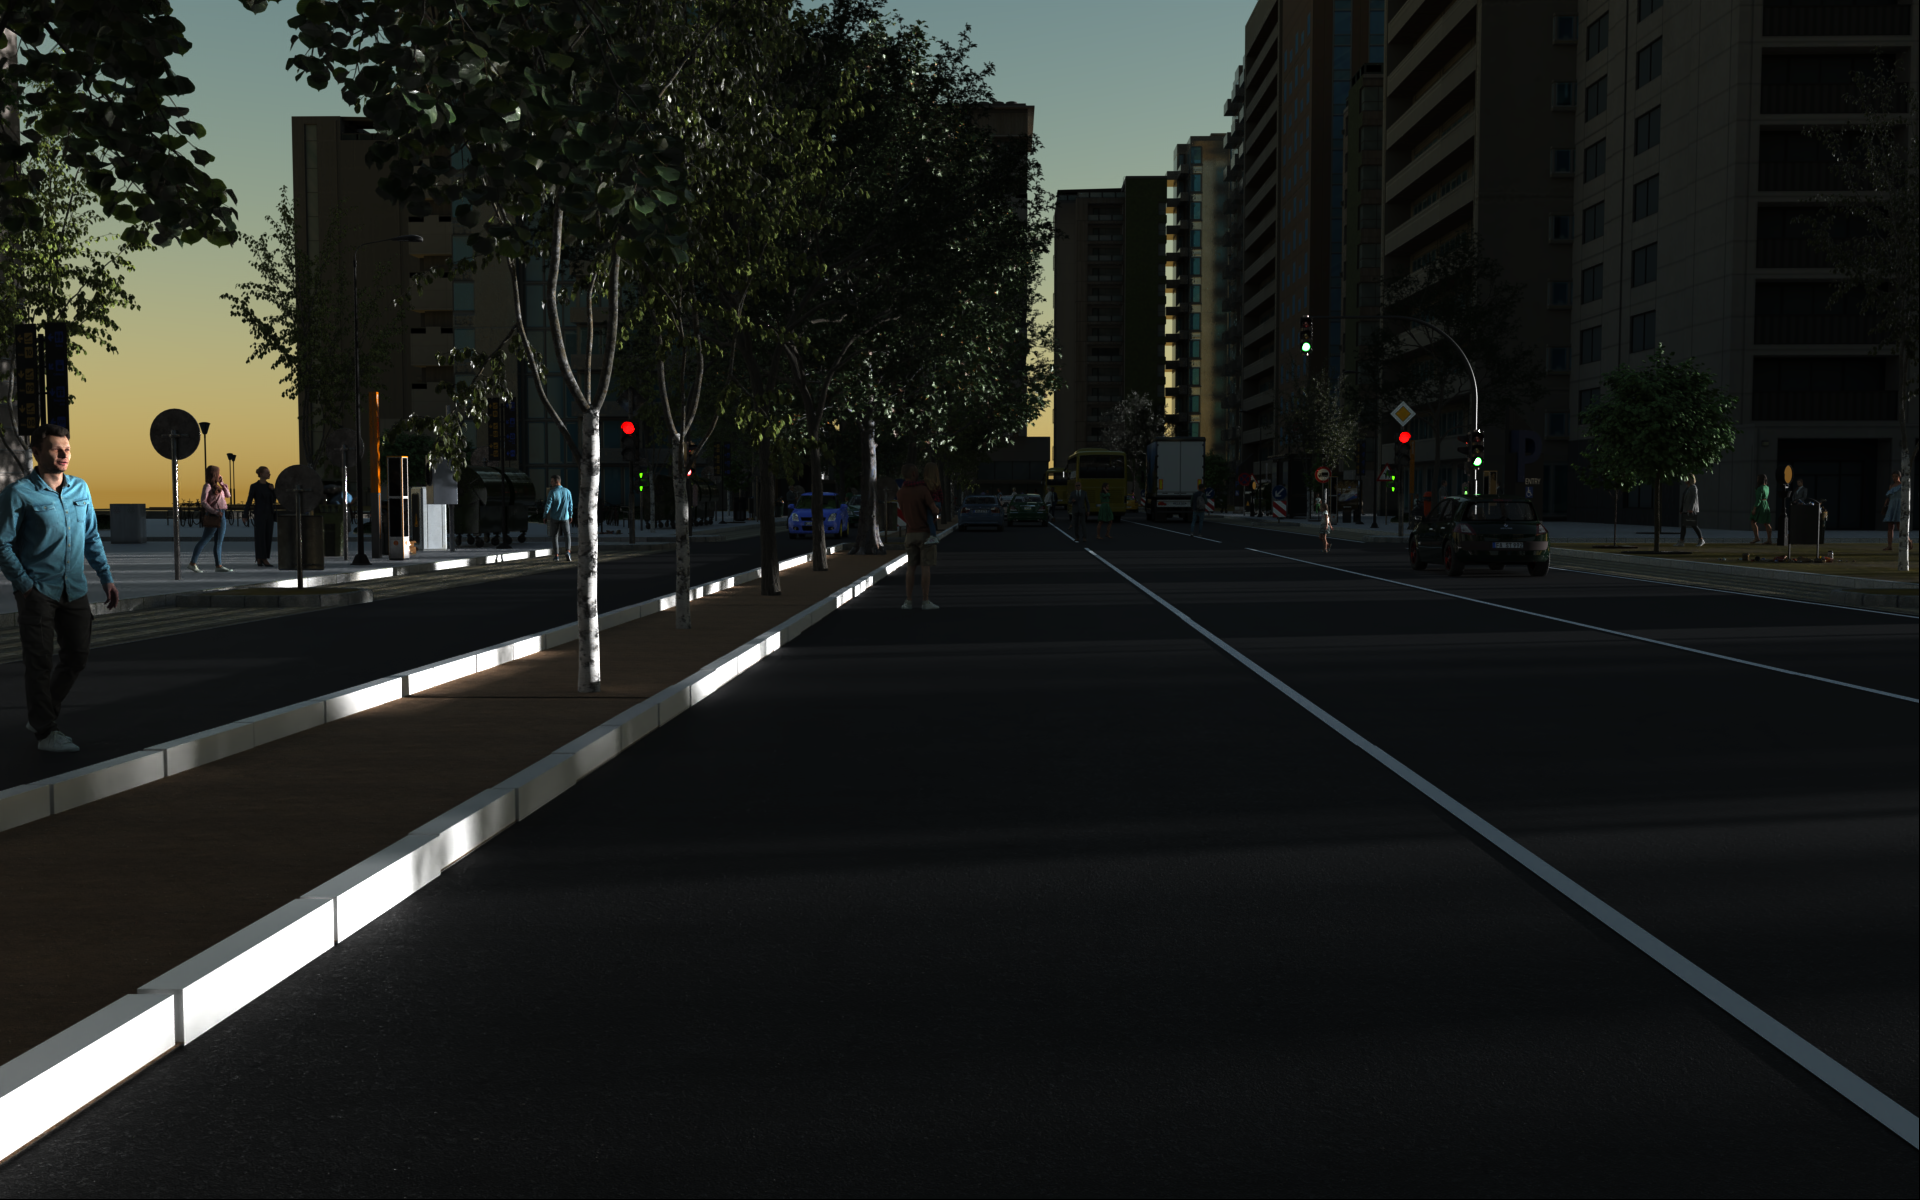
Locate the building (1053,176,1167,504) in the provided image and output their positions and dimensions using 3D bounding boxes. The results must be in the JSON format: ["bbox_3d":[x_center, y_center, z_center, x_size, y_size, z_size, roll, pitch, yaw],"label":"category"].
[{"bbox_3d":[19.275,-33.125,225.189,14.086,41.232,14.154,0,4,2],"label":"building"}]

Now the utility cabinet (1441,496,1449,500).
[{"bbox_3d":[16.042,-2.809,57.095,0.306,1.237,1.020,1,4,19],"label":"utility cabinet"}]

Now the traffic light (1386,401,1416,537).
[{"bbox_3d":[13.294,-3.870,52.193,0.839,4.253,0.868,0,4,2],"label":"traffic light"}]

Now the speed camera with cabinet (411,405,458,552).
[{"bbox_3d":[-11.920,-2.745,39.217,0.660,3.252,2.038,-2,4,-31],"label":"speed camera with cabinet"}]

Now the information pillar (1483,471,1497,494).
[{"bbox_3d":[16.676,-3.060,54.519,0.304,2.012,0.304,-1,4,-23],"label":"information pillar"}]

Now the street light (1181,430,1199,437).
[{"bbox_3d":[16.853,-9.417,126.509,1.470,5.913,1.316,0,4,2],"label":"street light"}]

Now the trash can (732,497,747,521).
[{"bbox_3d":[-10.355,-4.267,81.412,0.748,1.137,0.748,0,3,0],"label":"trash can"}]

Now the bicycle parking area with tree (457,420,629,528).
[{"bbox_3d":[-16.731,-4.915,67.355,8.231,4.147,9.016,0,4,-3],"label":"bicycle parking area with tree"}]

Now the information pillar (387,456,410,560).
[{"bbox_3d":[-10.884,-1.778,33.555,0.304,2.012,0.304,0,4,4],"label":"information pillar"}]

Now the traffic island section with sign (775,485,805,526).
[{"bbox_3d":[-7.272,-4.231,77.801,1.989,1.847,2.006,0,4,2],"label":"traffic island section with sign"}]

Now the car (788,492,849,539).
[{"bbox_3d":[-4.581,-2.860,56.352,1.945,1.707,3.694,0,4,1],"label":"car"}]

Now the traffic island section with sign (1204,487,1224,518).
[{"bbox_3d":[14.816,-5.853,104.325,1.989,1.847,2.006,0,4,2],"label":"traffic island section with sign"}]

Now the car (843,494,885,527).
[{"bbox_3d":[-4.044,-3.866,75.009,2.131,1.459,4.920,0,4,2],"label":"car"}]

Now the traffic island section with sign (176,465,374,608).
[{"bbox_3d":[-8.831,-0.857,22.642,1.989,1.847,2.006,0,4,2],"label":"traffic island section with sign"}]

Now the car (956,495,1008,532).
[{"bbox_3d":[0.842,-3.397,67.545,2.014,1.417,4.499,0,4,2],"label":"car"}]

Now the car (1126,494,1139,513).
[{"bbox_3d":[12.952,-7.628,134.935,2.015,1.641,3.980,0,4,2],"label":"car"}]

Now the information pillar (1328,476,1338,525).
[{"bbox_3d":[15.444,-4.114,71.754,0.304,2.012,0.304,0,4,-5],"label":"information pillar"}]

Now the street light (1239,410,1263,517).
[{"bbox_3d":[16.121,-7.555,96.059,1.470,5.913,1.316,0,4,2],"label":"street light"}]

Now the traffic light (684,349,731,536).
[{"bbox_3d":[-6.166,-4.776,52.759,4.771,5.953,1.251,0,4,2],"label":"traffic light"}]

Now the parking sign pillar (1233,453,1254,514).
[{"bbox_3d":[18.669,-7.666,113.803,1.447,3.967,1.447,-3,4,-37],"label":"parking sign pillar"}]

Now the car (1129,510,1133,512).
[{"bbox_3d":[13.418,-8.199,142.856,1.959,1.807,4.718,0,4,2],"label":"car"}]

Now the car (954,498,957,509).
[{"bbox_3d":[-1.330,-9.432,163.253,2.155,1.783,4.494,0,4,2],"label":"car"}]

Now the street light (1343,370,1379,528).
[{"bbox_3d":[15.105,-5.668,65.208,1.470,5.913,1.316,0,4,2],"label":"street light"}]

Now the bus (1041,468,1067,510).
[{"bbox_3d":[9.056,-10.346,160.705,2.896,3.916,12.252,0,4,2],"label":"bus"}]

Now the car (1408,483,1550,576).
[{"bbox_3d":[9.395,-1.331,31.551,2.009,1.686,4.222,0,4,2],"label":"car"}]

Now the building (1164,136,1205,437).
[{"bbox_3d":[42.107,-37.287,229.243,30.456,49.044,23.786,0,4,2],"label":"building"}]

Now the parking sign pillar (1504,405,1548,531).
[{"bbox_3d":[17.227,-3.940,52.888,1.447,3.967,1.447,-2,4,-33],"label":"parking sign pillar"}]

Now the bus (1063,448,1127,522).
[{"bbox_3d":[7.114,-6.121,91.620,2.896,3.916,12.252,0,4,1],"label":"bus"}]

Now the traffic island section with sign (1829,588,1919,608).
[{"bbox_3d":[12.497,-0.845,22.444,1.989,1.847,2.006,0,4,2],"label":"traffic island section with sign"}]

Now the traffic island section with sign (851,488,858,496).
[{"bbox_3d":[-6.490,-5.906,105.186,1.989,1.847,2.006,0,4,2],"label":"traffic island section with sign"}]

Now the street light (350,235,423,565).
[{"bbox_3d":[-10.316,-3.587,31.195,1.470,5.913,1.316,0,4,2],"label":"street light"}]

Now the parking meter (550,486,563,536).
[{"bbox_3d":[-12.474,-2.757,53.494,0.372,1.533,0.369,0,3,0],"label":"parking meter"}]

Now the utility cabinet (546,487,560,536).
[{"bbox_3d":[-12.339,-2.680,52.496,0.318,1.500,1.173,-1,4,-18],"label":"utility cabinet"}]

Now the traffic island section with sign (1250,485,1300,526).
[{"bbox_3d":[14.043,-4.205,77.381,1.989,1.847,2.006,0,4,2],"label":"traffic island section with sign"}]

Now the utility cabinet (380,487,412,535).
[{"bbox_3d":[-17.143,-2.708,52.956,1.173,1.500,0.318,-1,4,-19],"label":"utility cabinet"}]

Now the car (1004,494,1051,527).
[{"bbox_3d":[3.024,-4.025,77.609,2.131,1.459,4.920,0,4,2],"label":"car"}]

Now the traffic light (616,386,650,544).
[{"bbox_3d":[-8.484,-3.418,44.801,0.839,4.253,0.868,0,4,2],"label":"traffic light"}]

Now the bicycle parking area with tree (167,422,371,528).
[{"bbox_3d":[-28.070,-5.128,70.838,8.231,4.147,9.016,-1,4,-22],"label":"bicycle parking area with tree"}]

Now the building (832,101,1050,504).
[{"bbox_3d":[-1.831,-39.374,233.000,27.495,52.752,28.713,0,4,2],"label":"building"}]

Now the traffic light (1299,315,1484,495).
[{"bbox_3d":[10.975,-4.248,44.128,4.771,5.953,1.251,0,4,2],"label":"traffic light"}]

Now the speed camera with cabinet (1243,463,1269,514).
[{"bbox_3d":[18.875,-7.076,110.036,0.660,3.252,2.038,-2,4,-31],"label":"speed camera with cabinet"}]

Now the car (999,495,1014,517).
[{"bbox_3d":[2.860,-5.070,95.253,2.083,1.381,4.827,0,4,2],"label":"car"}]

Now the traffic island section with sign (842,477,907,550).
[{"bbox_3d":[-1.978,-2.254,44.987,2.006,1.907,1.989,0,4,2],"label":"traffic island section with sign"}]

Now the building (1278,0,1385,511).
[{"bbox_3d":[32.865,-29.607,134.191,14.600,45.320,14.200,0,4,2],"label":"building"}]

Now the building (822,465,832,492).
[{"bbox_3d":[-29.360,-39.402,233.468,27.495,52.752,28.713,0,4,2],"label":"building"}]

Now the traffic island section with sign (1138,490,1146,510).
[{"bbox_3d":[16.203,-8.893,154.020,1.989,1.847,2.006,0,4,2],"label":"traffic island section with sign"}]

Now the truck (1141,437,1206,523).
[{"bbox_3d":[11.096,-6.211,90.463,2.839,4.237,11.283,0,4,3],"label":"truck"}]

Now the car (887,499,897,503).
[{"bbox_3d":[-5.599,-8.168,143.772,2.015,1.641,3.980,0,4,2],"label":"car"}]

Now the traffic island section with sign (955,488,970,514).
[{"bbox_3d":[0.351,-7.301,127.500,2.006,1.907,1.989,0,4,2],"label":"traffic island section with sign"}]
